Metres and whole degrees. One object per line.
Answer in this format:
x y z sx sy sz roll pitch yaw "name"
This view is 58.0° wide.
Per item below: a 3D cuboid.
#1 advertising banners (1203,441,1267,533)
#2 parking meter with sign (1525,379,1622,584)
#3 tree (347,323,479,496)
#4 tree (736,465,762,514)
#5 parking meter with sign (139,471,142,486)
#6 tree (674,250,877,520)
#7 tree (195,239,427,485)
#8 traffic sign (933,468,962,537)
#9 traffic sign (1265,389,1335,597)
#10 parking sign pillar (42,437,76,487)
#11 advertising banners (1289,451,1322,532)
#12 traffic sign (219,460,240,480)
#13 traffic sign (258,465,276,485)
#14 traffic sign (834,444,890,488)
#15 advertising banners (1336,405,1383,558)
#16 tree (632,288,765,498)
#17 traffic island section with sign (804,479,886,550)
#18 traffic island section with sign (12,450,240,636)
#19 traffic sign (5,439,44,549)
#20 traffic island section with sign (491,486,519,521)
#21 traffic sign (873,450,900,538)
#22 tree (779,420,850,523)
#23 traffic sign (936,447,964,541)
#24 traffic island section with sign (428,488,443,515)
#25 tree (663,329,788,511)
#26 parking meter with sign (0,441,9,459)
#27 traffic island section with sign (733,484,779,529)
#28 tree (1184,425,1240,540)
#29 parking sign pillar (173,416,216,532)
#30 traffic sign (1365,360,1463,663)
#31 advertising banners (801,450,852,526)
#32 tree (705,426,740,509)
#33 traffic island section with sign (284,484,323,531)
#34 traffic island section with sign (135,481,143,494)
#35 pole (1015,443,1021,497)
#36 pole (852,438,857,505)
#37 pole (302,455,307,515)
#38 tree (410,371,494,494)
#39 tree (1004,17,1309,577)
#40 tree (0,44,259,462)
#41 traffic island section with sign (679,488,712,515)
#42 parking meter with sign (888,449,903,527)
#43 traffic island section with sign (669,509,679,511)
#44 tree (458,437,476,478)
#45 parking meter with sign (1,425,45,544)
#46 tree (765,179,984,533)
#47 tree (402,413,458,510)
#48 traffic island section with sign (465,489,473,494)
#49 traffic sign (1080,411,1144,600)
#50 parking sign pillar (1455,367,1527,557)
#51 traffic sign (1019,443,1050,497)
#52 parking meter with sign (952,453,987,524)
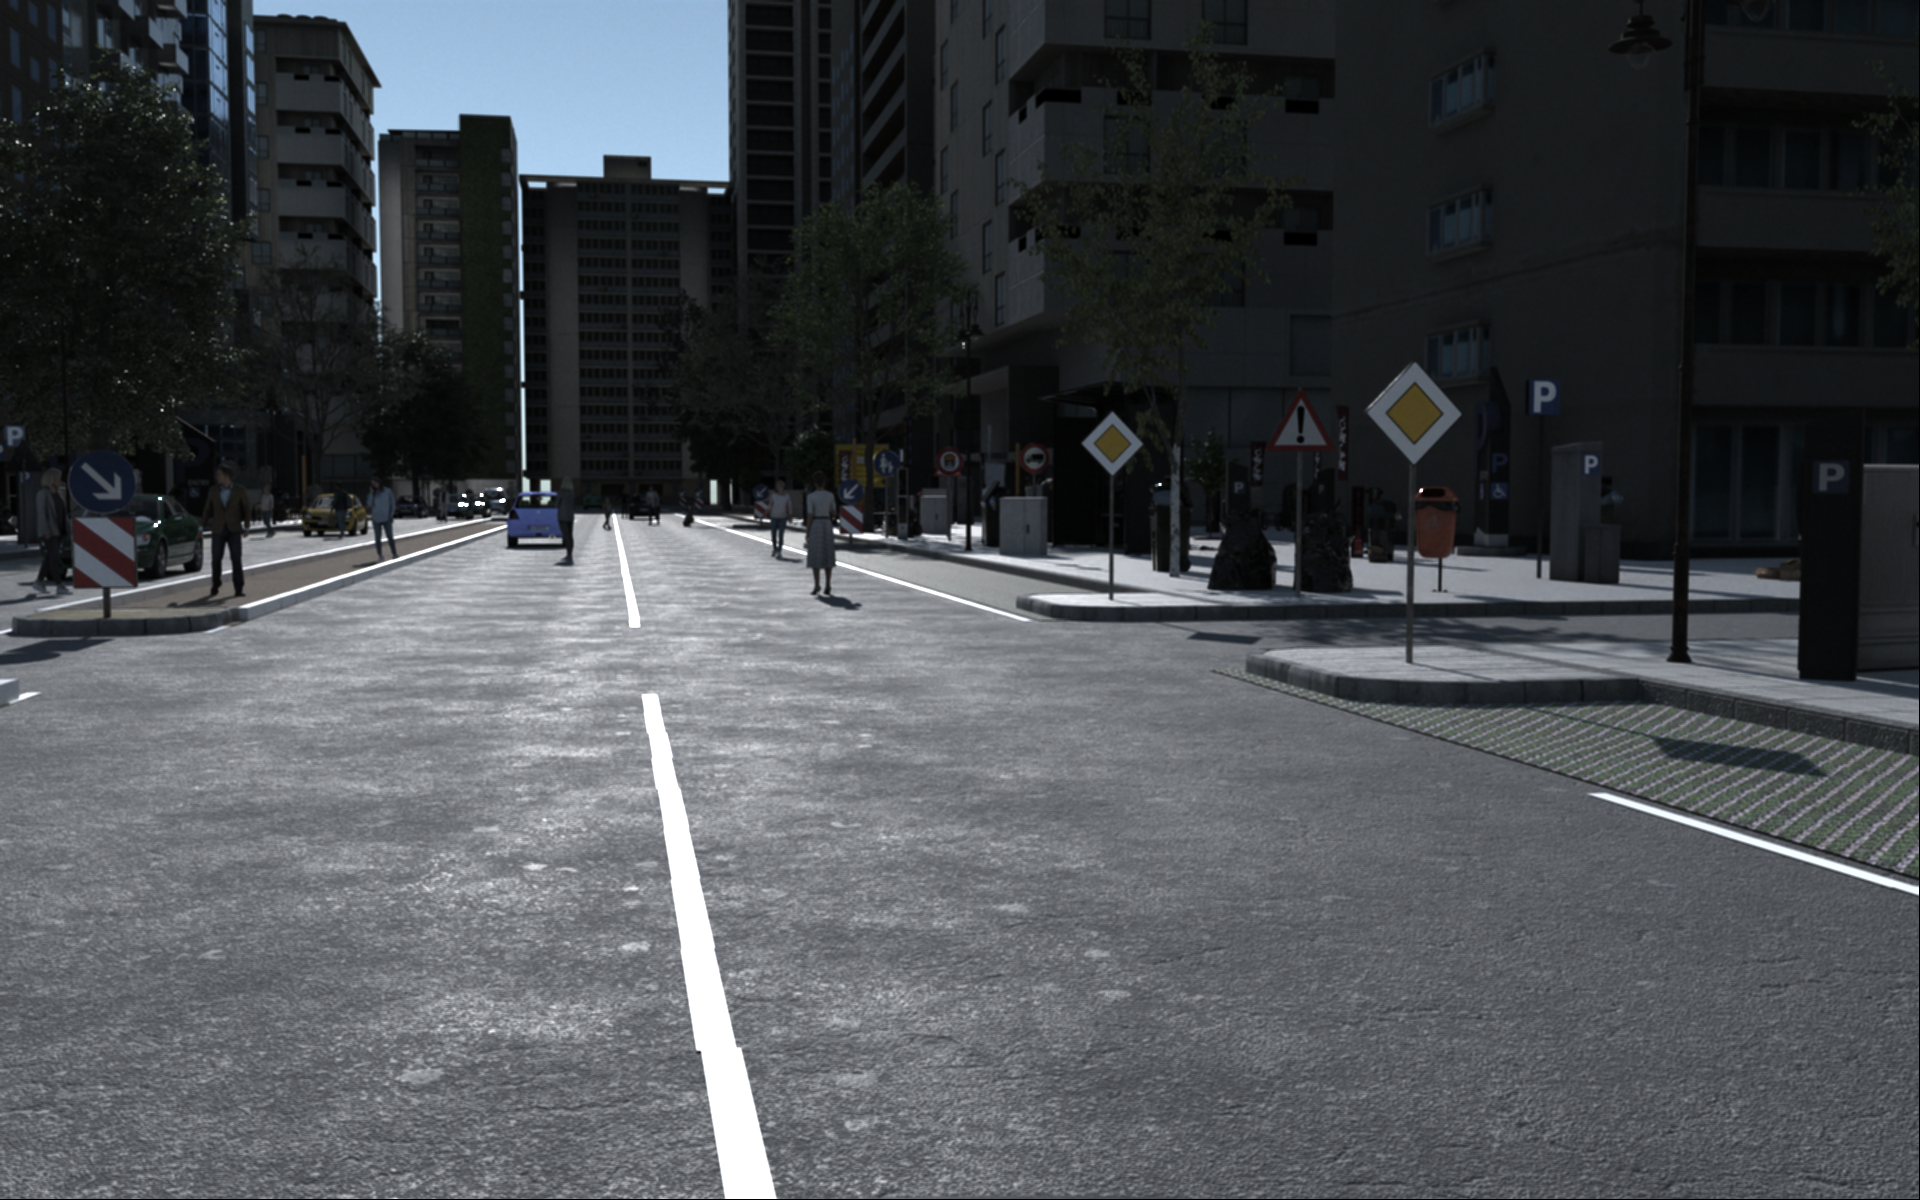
9.161 -3.760 57.665 2.074 3.025 0.090 0 4 1 "advertising banners"
9.067 -1.790 25.520 0.543 3.016 1.738 -1 4 -17 "parking meter with sign"
-40.261 -13.508 127.516 9.857 13.997 8.962 0 3 0 "tree"
-13.839 -7.312 114.152 1.663 3.219 1.824 0 3 0 "tree"
-27.750 -3.770 57.901 1.738 3.016 0.543 -1 4 -11 "parking meter with sign"
-9.262 -10.812 87.149 12.009 13.543 11.850 0 3 0 "tree"
-31.048 -10.579 83.331 12.009 13.543 11.850 0 3 0 "tree"
-0.375 -3.163 51.723 0.884 2.594 0.081 0 4 -4 "traffic sign"
4.196 -1.311 21.432 0.884 2.594 0.081 0 4 -6 "traffic sign"
-35.652 -4.907 68.704 1.447 3.967 1.447 2 4 34 "parking sign pillar"
11.463 -3.744 57.398 0.090 3.025 2.074 -1 4 -17 "advertising banners"
-27.106 -3.922 64.228 0.768 2.556 0.104 -1 4 -10 "traffic sign"
-30.509 -4.660 76.293 0.768 2.556 0.104 0 4 -6 "traffic sign"
-3.959 -4.663 70.118 2.265 3.308 0.079 -1 4 -10 "traffic sign"
8.060 -2.373 34.994 0.090 3.025 2.074 3 5 39 "advertising banners"
-23.455 -18.472 157.902 12.611 20.169 13.585 0 3 0 "tree"
-3.057 -2.242 45.280 1.989 1.847 2.006 -1 4 -11 "traffic island section with sign"
-8.955 -0.633 18.493 2.006 1.907 1.989 -1 4 -11 "traffic island section with sign"
-22.015 -2.492 40.754 0.884 2.594 0.081 0 4 -3 "traffic sign"
-23.852 -5.138 92.146 2.006 1.907 1.989 -1 4 -11 "traffic island section with sign"
-2.137 -3.082 50.502 0.768 2.556 0.104 0 4 -2 "traffic sign"
-6.297 -5.704 76.969 4.285 4.588 4.351 0 3 0 "tree"
-0.289 -2.885 47.272 0.768 2.556 0.104 -1 4 -11 "traffic sign"
-35.522 -6.689 117.987 1.989 1.847 2.006 -1 4 -11 "traffic island section with sign"
-17.879 -13.863 133.313 9.857 13.997 8.962 0 3 0 "tree"
-33.643 -3.885 59.787 1.738 3.016 0.543 2 4 34 "parking meter with sign"
-8.396 -3.858 71.704 1.989 1.847 2.006 -1 4 -11 "traffic island section with sign"
7.177 -3.313 48.767 1.663 3.219 1.824 0 3 0 "tree"
-26.303 -4.347 59.542 1.447 3.967 1.447 -1 4 -13 "parking sign pillar"
3.412 -0.579 13.105 0.795 2.450 0.064 -1 4 -11 "traffic sign"
-5.333 -4.468 69.235 2.074 3.025 0.090 0 4 4 "advertising banners"
-19.755 -11.838 143.914 4.737 8.622 4.395 0 3 0 "tree"
-25.505 -3.656 68.403 1.989 1.847 2.006 -1 4 -11 "traffic island section with sign"
-20.105 -2.023 41.698 1.989 1.847 2.006 -1 4 -11 "traffic island section with sign"
2.324 -4.606 69.157 0.158 3.312 0.155 0 3 0 "pole"
-3.831 -4.221 62.862 0.158 3.312 0.155 0 3 0 "pole"
-34.264 -5.914 90.529 0.158 3.312 0.155 0 3 0 "pole"
-46.502 -14.683 158.198 7.486 12.596 7.792 0 3 0 "tree"
3.101 -4.667 26.667 4.737 8.622 4.395 0 3 0 "tree"
-25.403 -8.816 50.797 9.857 13.997 8.962 0 3 0 "tree"
-18.449 -6.900 121.450 1.989 1.847 2.006 -1 4 -11 "traffic island section with sign"
-2.422 -4.336 67.146 0.543 3.016 1.738 -1 4 -21 "parking meter with sign"
-23.920 -8.554 148.491 1.989 1.847 2.006 -1 4 -11 "traffic island section with sign"
-48.304 -13.166 165.631 4.360 8.622 3.978 0 3 0 "tree"
-24.005 -2.971 44.837 0.543 3.016 1.738 0 4 -3 "parking meter with sign"
-2.930 -8.042 57.236 9.928 11.665 9.643 0 3 0 "tree"
-42.388 -11.426 137.177 4.360 8.622 3.978 0 3 0 "tree"
-40.901 -8.313 144.553 1.989 1.847 2.006 -1 4 -11 "traffic island section with sign"
1.830 -1.057 20.932 0.795 2.450 0.064 -1 4 -11 "traffic sign"
11.101 -2.914 36.121 1.447 3.967 1.447 0 4 4 "parking sign pillar"
1.851 -2.625 43.023 0.768 2.556 0.104 0 4 -5 "traffic sign"
0.231 -4.736 73.699 1.738 3.016 0.543 1 4 14 "parking meter with sign"
